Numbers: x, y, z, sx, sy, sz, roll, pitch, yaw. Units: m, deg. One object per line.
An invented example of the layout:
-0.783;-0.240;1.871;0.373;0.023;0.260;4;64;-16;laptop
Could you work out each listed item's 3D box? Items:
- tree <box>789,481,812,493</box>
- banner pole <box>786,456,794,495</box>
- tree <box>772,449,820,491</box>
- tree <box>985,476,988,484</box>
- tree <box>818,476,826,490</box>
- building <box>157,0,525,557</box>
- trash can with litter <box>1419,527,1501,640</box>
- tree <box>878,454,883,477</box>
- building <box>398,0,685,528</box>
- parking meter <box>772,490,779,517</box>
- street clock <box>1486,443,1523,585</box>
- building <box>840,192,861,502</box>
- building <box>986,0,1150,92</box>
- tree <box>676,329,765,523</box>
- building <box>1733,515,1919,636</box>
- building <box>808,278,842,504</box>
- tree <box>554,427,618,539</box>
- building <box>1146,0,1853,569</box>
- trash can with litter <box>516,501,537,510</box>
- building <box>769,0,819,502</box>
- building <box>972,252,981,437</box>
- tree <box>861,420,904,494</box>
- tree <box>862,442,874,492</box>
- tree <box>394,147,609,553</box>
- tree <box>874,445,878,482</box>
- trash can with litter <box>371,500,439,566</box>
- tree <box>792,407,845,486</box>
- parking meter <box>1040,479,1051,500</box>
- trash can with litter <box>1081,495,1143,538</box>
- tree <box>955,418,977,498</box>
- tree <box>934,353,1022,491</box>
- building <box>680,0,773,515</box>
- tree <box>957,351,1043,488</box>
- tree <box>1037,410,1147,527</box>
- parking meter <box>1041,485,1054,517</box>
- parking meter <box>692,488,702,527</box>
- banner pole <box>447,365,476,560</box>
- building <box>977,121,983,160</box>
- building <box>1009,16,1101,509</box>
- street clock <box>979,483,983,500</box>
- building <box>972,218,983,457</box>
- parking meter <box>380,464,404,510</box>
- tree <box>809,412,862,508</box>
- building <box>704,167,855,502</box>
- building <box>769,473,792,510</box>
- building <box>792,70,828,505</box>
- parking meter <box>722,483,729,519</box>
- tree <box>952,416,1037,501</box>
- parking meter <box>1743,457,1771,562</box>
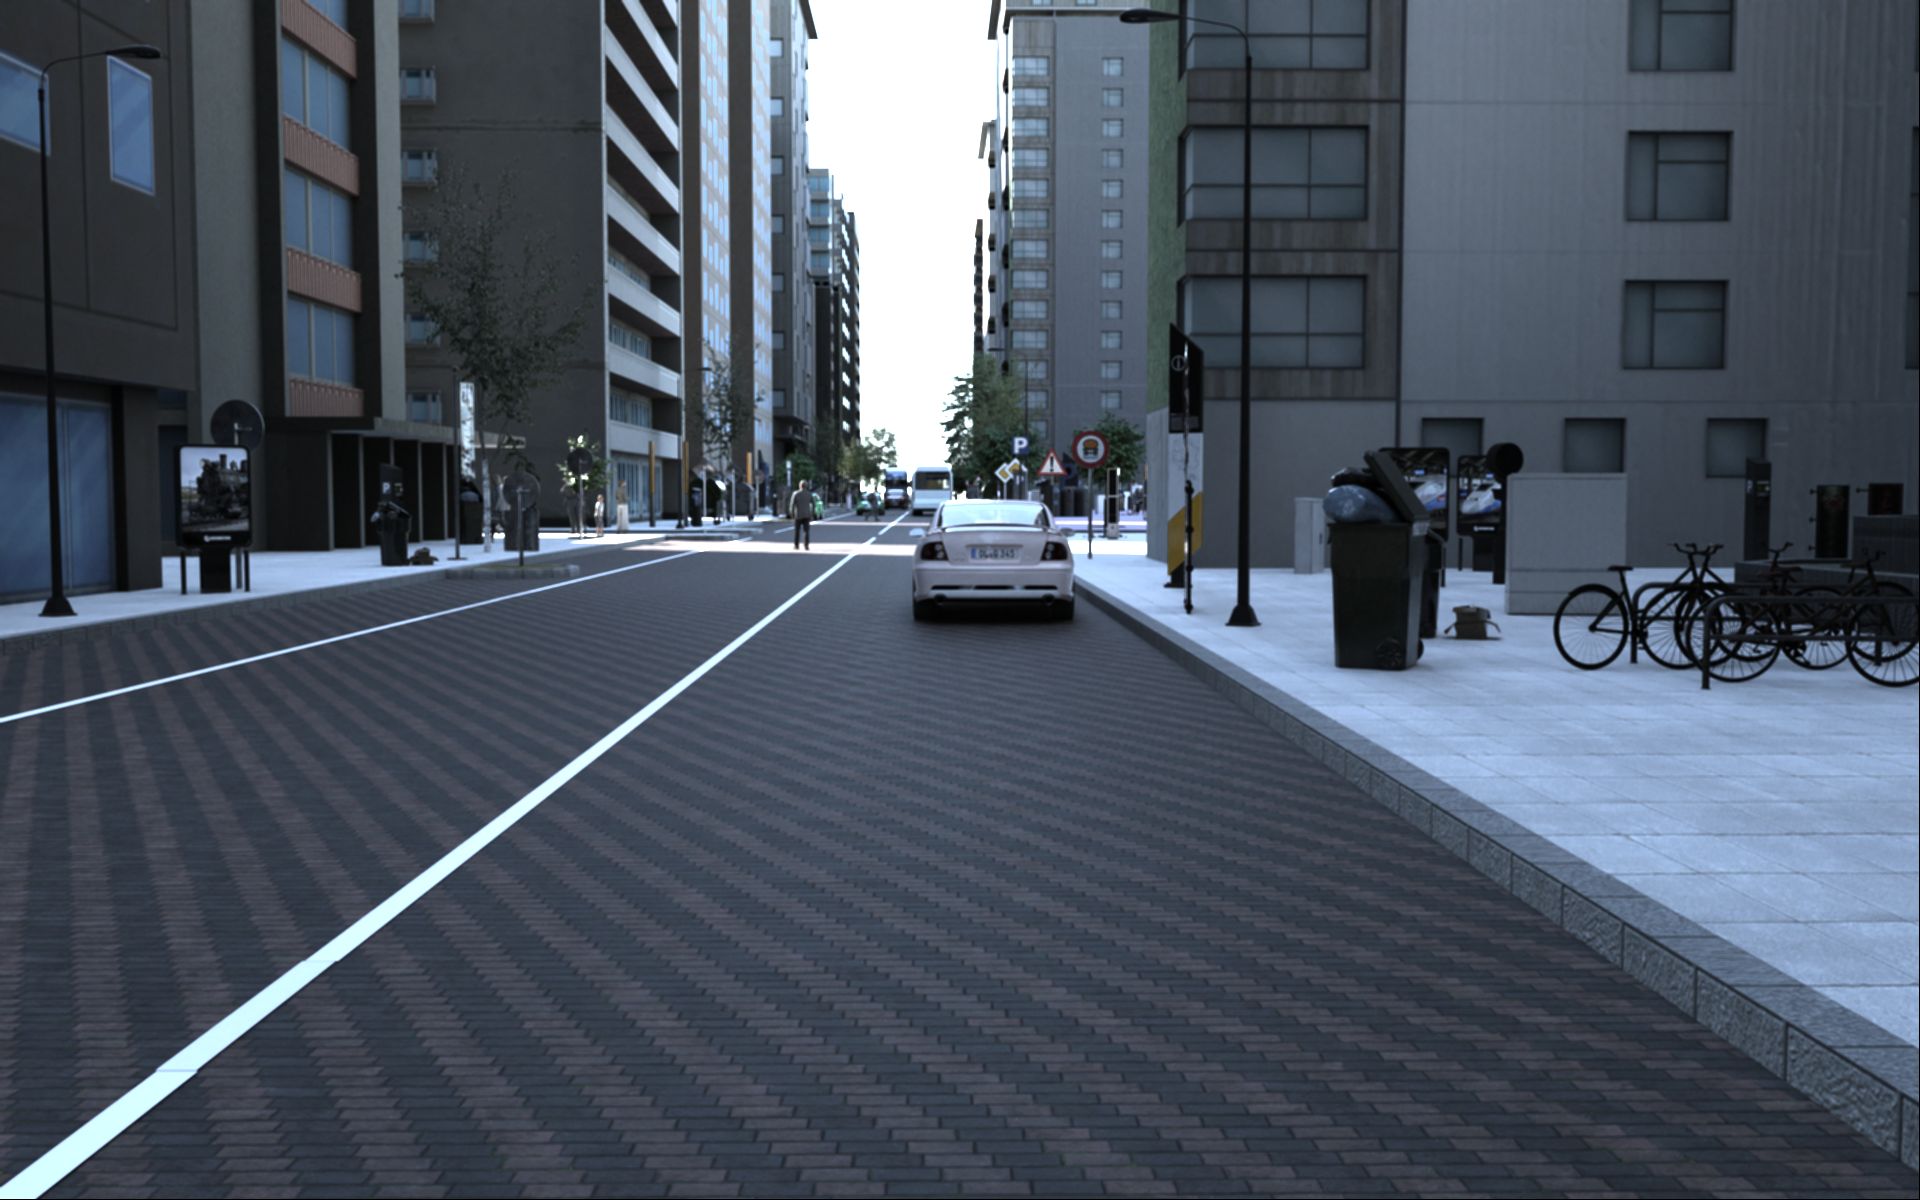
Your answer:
-12.630;-8.527;134.023;1.663;3.219;1.824;0;3;0;tree
-11.049;-7.519;112.949;0.401;3.779;0.863;3;4;37;banner pole
-11.511;-8.524;123.073;4.285;4.588;4.351;0;3;0;tree
1.777;-9.711;153.380;1.663;3.219;1.824;0;3;0;tree
-11.924;-8.974;141.322;1.663;3.219;1.824;0;3;0;tree
-27.537;-23.617;40.761;28.867;44.769;22.147;0;4;-1;building
4.303;-0.253;15.525;1.055;1.170;0.624;1;4;19;trash can with litter
-13.336;-18.310;249.737;4.737;8.622;4.395;0;3;0;tree
-24.239;-27.583;74.678;21.300;48.544;21.600;0;4;-1;building
-10.379;-5.453;97.563;0.372;1.533;0.369;0;3;0;parking meter
7.723;-1.226;24.609;0.471;2.002;0.358;-1;4;-17;street clock
-27.100;-40.111;279.513;21.300;48.544;21.600;0;4;-1;building
17.377;-35.711;173.111;28.713;52.752;27.495;0;4;-1;building
-10.691;-7.805;77.967;4.360;8.622;3.978;0;3;0;tree
18.124;-28.380;6.009;21.231;58.520;28.212;0;4;-1;building
-23.187;-28.106;231.230;14.160;30.474;14.107;0;4;-1;building
-10.835;-3.395;50.103;1.663;3.219;1.824;0;3;0;tree
10.747;-21.524;35.516;14.154;41.232;14.086;0;4;-1;building
-11.884;-2.181;47.042;0.624;1.170;1.055;-2;4;-33;trash can with litter
-29.220;-35.798;174.536;28.713;52.752;27.495;0;4;-1;building
9.002;-37.086;289.955;14.154;41.232;14.086;0;4;-1;building
-14.324;-23.910;297.580;9.857;13.997;8.962;0;3;0;tree
-13.747;-16.195;215.153;4.737;8.622;4.395;0;3;0;tree
-10.120;-5.340;37.675;4.360;8.622;3.978;0;3;0;tree
-13.515;-16.886;226.440;4.737;8.622;4.395;0;3;0;tree
-9.981;-1.209;31.148;1.055;1.170;0.624;-3;5;-45;trash can with litter
-11.867;-11.908;145.050;4.360;8.622;3.978;0;3;0;tree
3.414;-3.869;68.963;0.399;1.863;0.255;2;4;28;parking meter
4.116;-2.445;51.029;1.678;1.210;2.233;2;4;31;trash can with litter
0.943;-12.784;159.381;4.360;8.622;3.978;0;3;0;tree
1.468;-13.512;139.047;7.486;12.596;7.792;0;3;0;tree
-21.597;-29.271;128.694;14.600;45.320;14.200;0;4;-1;building
2.357;-8.538;89.964;4.737;8.622;4.395;0;3;0;tree
5.840;-5.138;67.728;4.285;4.588;4.351;0;3;0;tree
2.455;-2.460;48.636;0.372;1.533;0.369;0;3;0;parking meter
-10.316;-3.644;67.996;0.372;1.533;0.369;0;3;0;parking meter
-9.759;-2.691;34.011;0.401;3.779;0.863;1;4;19;banner pole
16.988;-39.744;239.060;28.713;52.752;27.495;0;4;-1;building
11.235;-28.686;152.609;14.154;41.232;14.086;0;4;-1;building
1.175;-5.421;93.203;0.358;2.002;0.471;1;4;16;street clock
13.104;-37.533;268.282;22.147;44.769;28.867;0;4;-1;building
-10.909;-1.686;33.284;0.399;1.863;0.255;2;4;28;parking meter
-11.967;-12.548;155.525;4.737;8.622;4.395;0;3;0;tree
-27.759;-38.770;253.504;23.786;49.044;30.456;0;4;-1;building
-30.979;-27.970;149.191;32.217;40.220;23.993;0;4;-1;building
-25.805;-46.499;198.512;20.563;71.187;20.611;0;4;-1;building
-11.866;-5.006;87.559;0.255;1.863;0.399;1;4;13;parking meter
2.172;-5.458;72.949;4.285;4.588;4.351;0;3;0;tree
12.581;-1.322;27.328;0.255;1.863;0.399;0;4;1;parking meter
